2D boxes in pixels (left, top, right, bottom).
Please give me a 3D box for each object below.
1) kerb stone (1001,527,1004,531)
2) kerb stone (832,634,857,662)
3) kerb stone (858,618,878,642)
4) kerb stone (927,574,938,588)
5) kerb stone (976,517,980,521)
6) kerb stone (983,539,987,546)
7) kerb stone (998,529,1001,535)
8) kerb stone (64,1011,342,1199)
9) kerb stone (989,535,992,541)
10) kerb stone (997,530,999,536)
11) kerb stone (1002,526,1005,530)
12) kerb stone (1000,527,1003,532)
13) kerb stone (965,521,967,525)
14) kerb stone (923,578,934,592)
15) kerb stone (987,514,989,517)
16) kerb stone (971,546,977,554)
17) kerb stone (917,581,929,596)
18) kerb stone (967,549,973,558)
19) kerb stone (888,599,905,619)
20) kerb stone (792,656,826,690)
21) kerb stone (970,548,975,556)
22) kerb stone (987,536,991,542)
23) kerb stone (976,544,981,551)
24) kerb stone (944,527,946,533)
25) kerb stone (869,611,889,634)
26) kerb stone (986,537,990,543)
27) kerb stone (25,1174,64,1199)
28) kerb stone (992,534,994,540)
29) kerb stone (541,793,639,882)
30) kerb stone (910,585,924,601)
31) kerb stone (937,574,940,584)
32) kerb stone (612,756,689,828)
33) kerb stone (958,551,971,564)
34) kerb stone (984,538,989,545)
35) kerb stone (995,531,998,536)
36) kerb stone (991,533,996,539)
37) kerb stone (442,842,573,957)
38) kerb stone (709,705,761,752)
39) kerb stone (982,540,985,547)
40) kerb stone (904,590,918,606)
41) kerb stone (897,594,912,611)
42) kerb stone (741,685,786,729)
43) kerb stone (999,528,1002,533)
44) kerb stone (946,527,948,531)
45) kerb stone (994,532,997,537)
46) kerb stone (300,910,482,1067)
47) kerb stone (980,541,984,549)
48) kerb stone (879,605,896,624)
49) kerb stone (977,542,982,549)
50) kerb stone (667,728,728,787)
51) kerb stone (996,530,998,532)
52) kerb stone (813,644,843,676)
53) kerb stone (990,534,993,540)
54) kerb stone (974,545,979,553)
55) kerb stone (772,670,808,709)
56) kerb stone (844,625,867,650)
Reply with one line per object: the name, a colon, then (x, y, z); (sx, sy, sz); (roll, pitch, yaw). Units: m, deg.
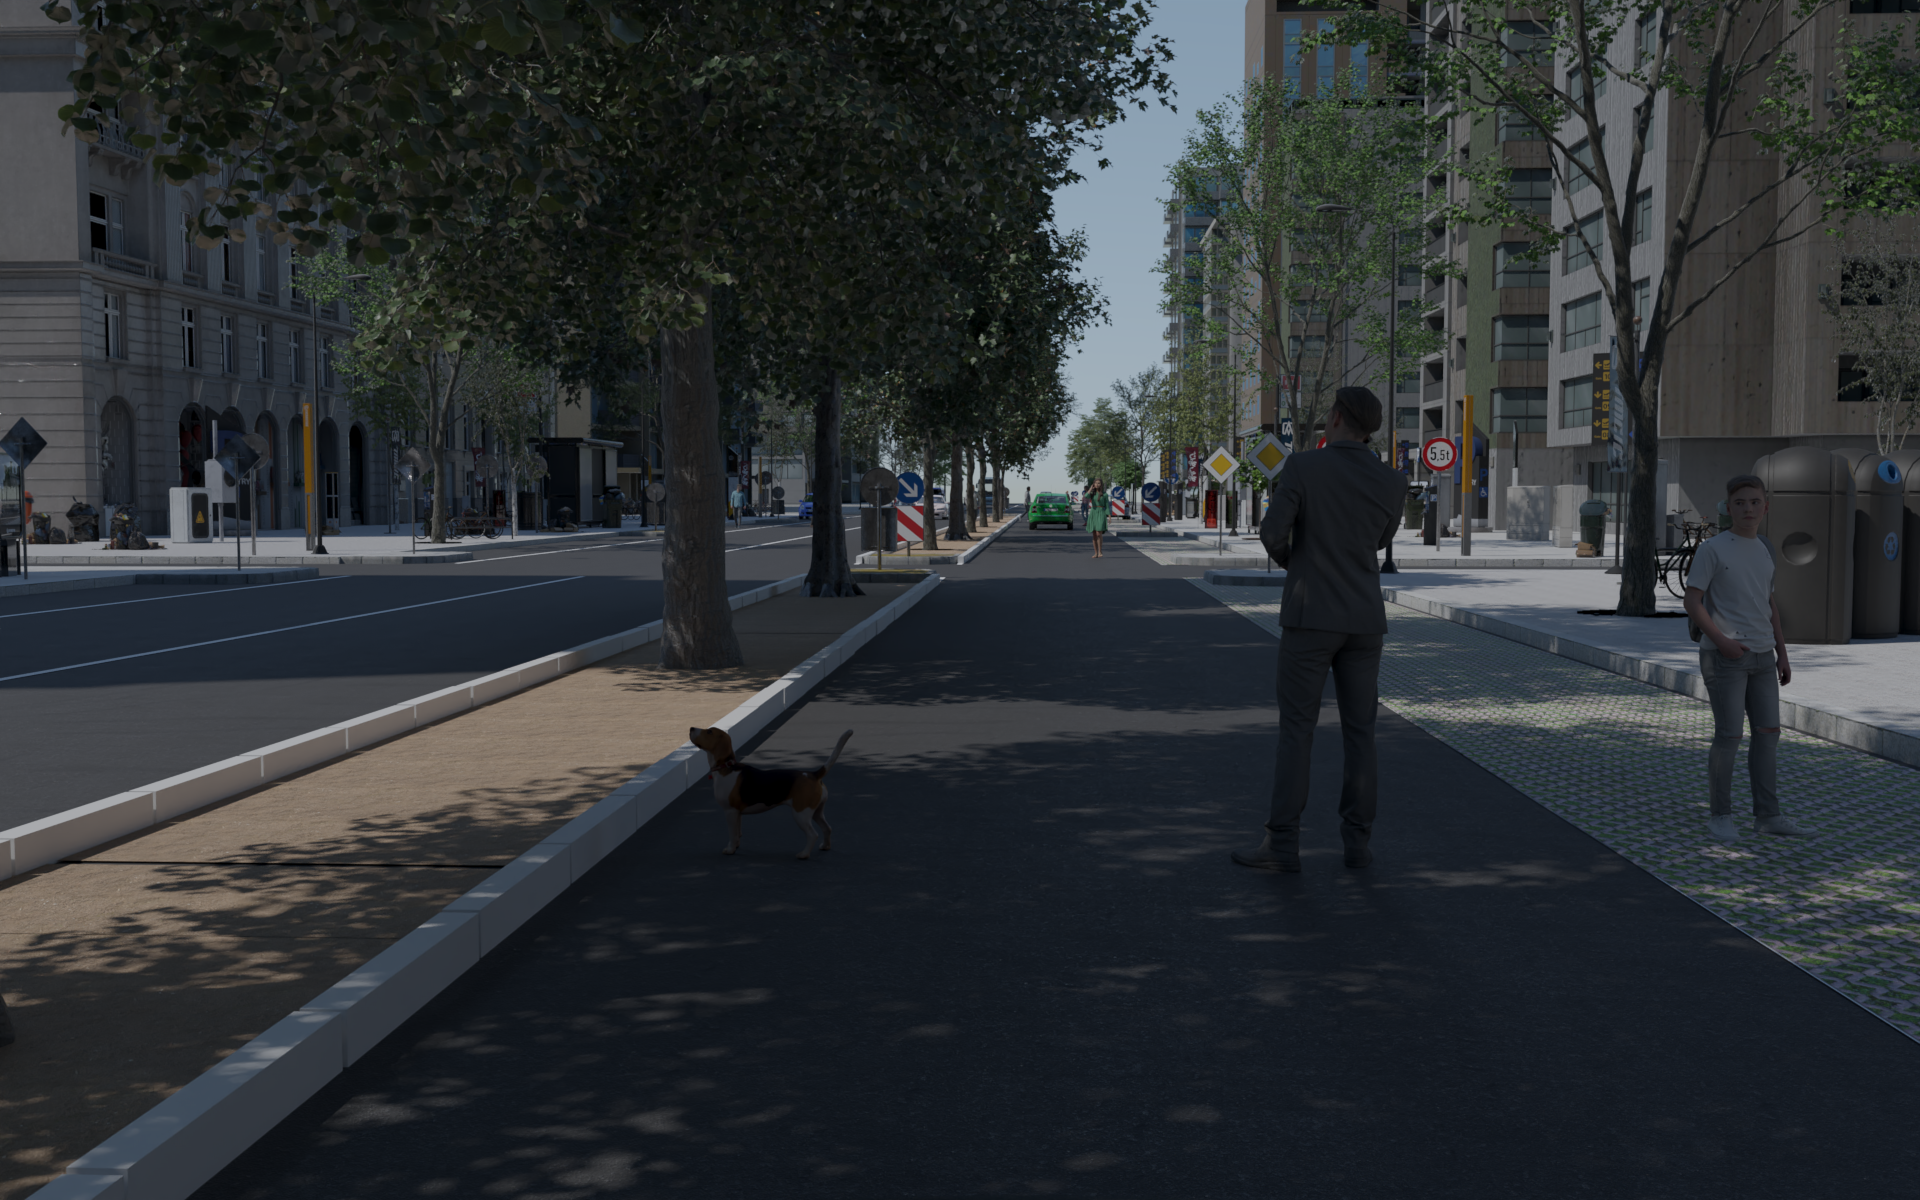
kerb stone: (1.420, -2.473, 62.734); (0.120, 0.150, 1.000); (0, 4, 3)
kerb stone: (-1.034, 0.438, 15.070); (0.120, 0.150, 1.000); (0, 4, 3)
kerb stone: (-0.940, 0.311, 17.113); (0.120, 0.150, 1.000); (0, 4, 3)
kerb stone: (-0.462, -0.252, 26.321); (0.120, 0.150, 1.000); (0, 4, 3)
kerb stone: (1.113, -4.607, 97.595); (0.120, 0.150, 1.000); (0, 4, 3)
kerb stone: (0.568, -1.478, 46.358); (0.120, 0.150, 1.000); (0, 4, 3)
kerb stone: (1.214, -2.225, 58.635); (0.120, 0.150, 1.000); (0, 4, 3)
kerb stone: (-1.620, 1.127, 3.804); (0.120, 0.150, 1.000); (0, 4, 3)
kerb stone: (0.778, -1.728, 50.451); (0.120, 0.150, 1.000); (0, 4, 3)
kerb stone: (1.152, -2.158, 57.602); (0.120, 0.150, 1.000); (0, 4, 3)
kerb stone: (1.475, -2.540, 63.770); (0.120, 0.150, 1.000); (0, 4, 3)
kerb stone: (1.363, -2.417, 61.713); (0.120, 0.150, 1.000); (0, 4, 3)
kerb stone: (0.427, -3.798, 84.289); (0.120, 0.150, 1.000); (0, 4, 3)
kerb stone: (-0.513, -0.182, 25.301); (0.120, 0.150, 1.000); (0, 4, 3)
kerb stone: (1.740, -5.358, 109.878); (0.120, 0.150, 1.000); (0, 4, 3)
kerb stone: (0.256, -1.101, 40.202); (0.120, 0.150, 1.000); (0, 4, 3)
kerb stone: (-0.570, -0.127, 24.274); (0.120, 0.150, 1.000); (0, 4, 3)
kerb stone: (0.156, -0.975, 38.140); (0.120, 0.150, 1.000); (0, 4, 3)
kerb stone: (-0.773, 0.123, 20.181); (0.120, 0.150, 1.000); (0, 4, 3)
kerb stone: (-1.148, 0.561, 13.020); (0.120, 0.150, 1.000); (0, 4, 3)
kerb stone: (0.210, -1.034, 39.173); (0.120, 0.150, 1.000); (0, 4, 3)
kerb stone: (0.733, -1.666, 49.429); (0.120, 0.150, 1.000); (0, 4, 3)
kerb stone: (0.365, -1.223, 42.259); (0.120, 0.150, 1.000); (0, 4, 3)
kerb stone: (-0.687, -2.477, 62.780); (0.120, 0.150, 1.000); (0, 4, 3)
kerb stone: (-0.877, 0.248, 18.133); (0.120, 0.150, 1.000); (0, 4, 3)
kerb stone: (0.682, -1.599, 48.409); (0.120, 0.150, 1.000); (0, 4, 3)
kerb stone: (-1.662, 1.190, 2.774); (0.120, 0.150, 1.000); (0, 4, 3)
kerb stone: (0.890, -1.849, 52.493); (0.120, 0.150, 1.000); (0, 4, 3)
kerb stone: (-1.462, 0.938, 6.867); (0.120, 0.150, 1.000); (0, 4, 3)
kerb stone: (-0.613, -0.065, 23.252); (0.120, 0.150, 1.000); (0, 4, 3)
kerb stone: (-0.406, -0.315, 27.342); (0.120, 0.150, 1.000); (0, 4, 3)
kerb stone: (-1.413, 0.875, 7.892); (0.120, 0.150, 1.000); (0, 4, 3)
kerb stone: (0.098, -0.910, 37.115); (0.120, 0.150, 1.000); (0, 4, 3)
kerb stone: (0.635, -1.536, 47.378); (0.120, 0.150, 1.000); (0, 4, 3)
kerb stone: (1.049, -2.037, 55.556); (0.120, 0.150, 1.000); (0, 4, 3)
kerb stone: (0.944, -1.915, 53.513); (0.120, 0.150, 1.000); (0, 4, 3)
kerb stone: (-1.513, 1.000, 5.846); (0.120, 0.150, 1.000); (0, 4, 3)
kerb stone: (-1.299, 0.750, 9.934); (0.120, 0.150, 1.000); (0, 4, 3)
kerb stone: (0.521, -1.415, 45.330); (0.120, 0.150, 1.000); (0, 4, 3)
kerb stone: (-0.667, 0.001, 22.223); (0.120, 0.150, 1.000); (0, 4, 3)
kerb stone: (-0.722, 0.061, 21.202); (0.120, 0.150, 1.000); (0, 4, 3)
kerb stone: (-1.251, 0.687, 10.961); (0.120, 0.150, 1.000); (0, 4, 3)
kerb stone: (1.315, -2.354, 60.680); (0.120, 0.150, 1.000); (0, 4, 3)
kerb stone: (-0.631, -2.542, 63.800); (0.120, 0.150, 1.000); (0, 4, 3)
kerb stone: (0.997, -1.978, 54.535); (0.120, 0.150, 1.000); (0, 4, 3)
kerb stone: (-1.564, 1.065, 4.825); (0.120, 0.150, 1.000); (0, 4, 3)
kerb stone: (0.469, -1.352, 44.303); (0.120, 0.150, 1.000); (0, 4, 3)
kerb stone: (-0.835, 0.187, 19.155); (0.120, 0.150, 1.000); (0, 4, 3)
kerb stone: (0.419, -1.290, 43.283); (0.120, 0.150, 1.000); (0, 4, 3)
kerb stone: (-1.358, 0.815, 8.913); (0.120, 0.150, 1.000); (0, 4, 3)
kerb stone: (1.096, -2.103, 56.577); (0.120, 0.150, 1.000); (0, 4, 3)
kerb stone: (-1.090, 0.498, 14.049); (0.120, 0.150, 1.000); (0, 4, 3)
kerb stone: (0.836, -1.791, 51.472); (0.120, 0.150, 1.000); (0, 4, 3)
kerb stone: (0.310, -1.164, 41.224); (0.120, 0.150, 1.000); (0, 4, 3)
kerb stone: (-1.196, 0.628, 11.989); (0.120, 0.150, 1.000); (0, 4, 3)
kerb stone: (-0.997, 0.373, 16.092); (0.120, 0.150, 1.000); (0, 4, 3)
